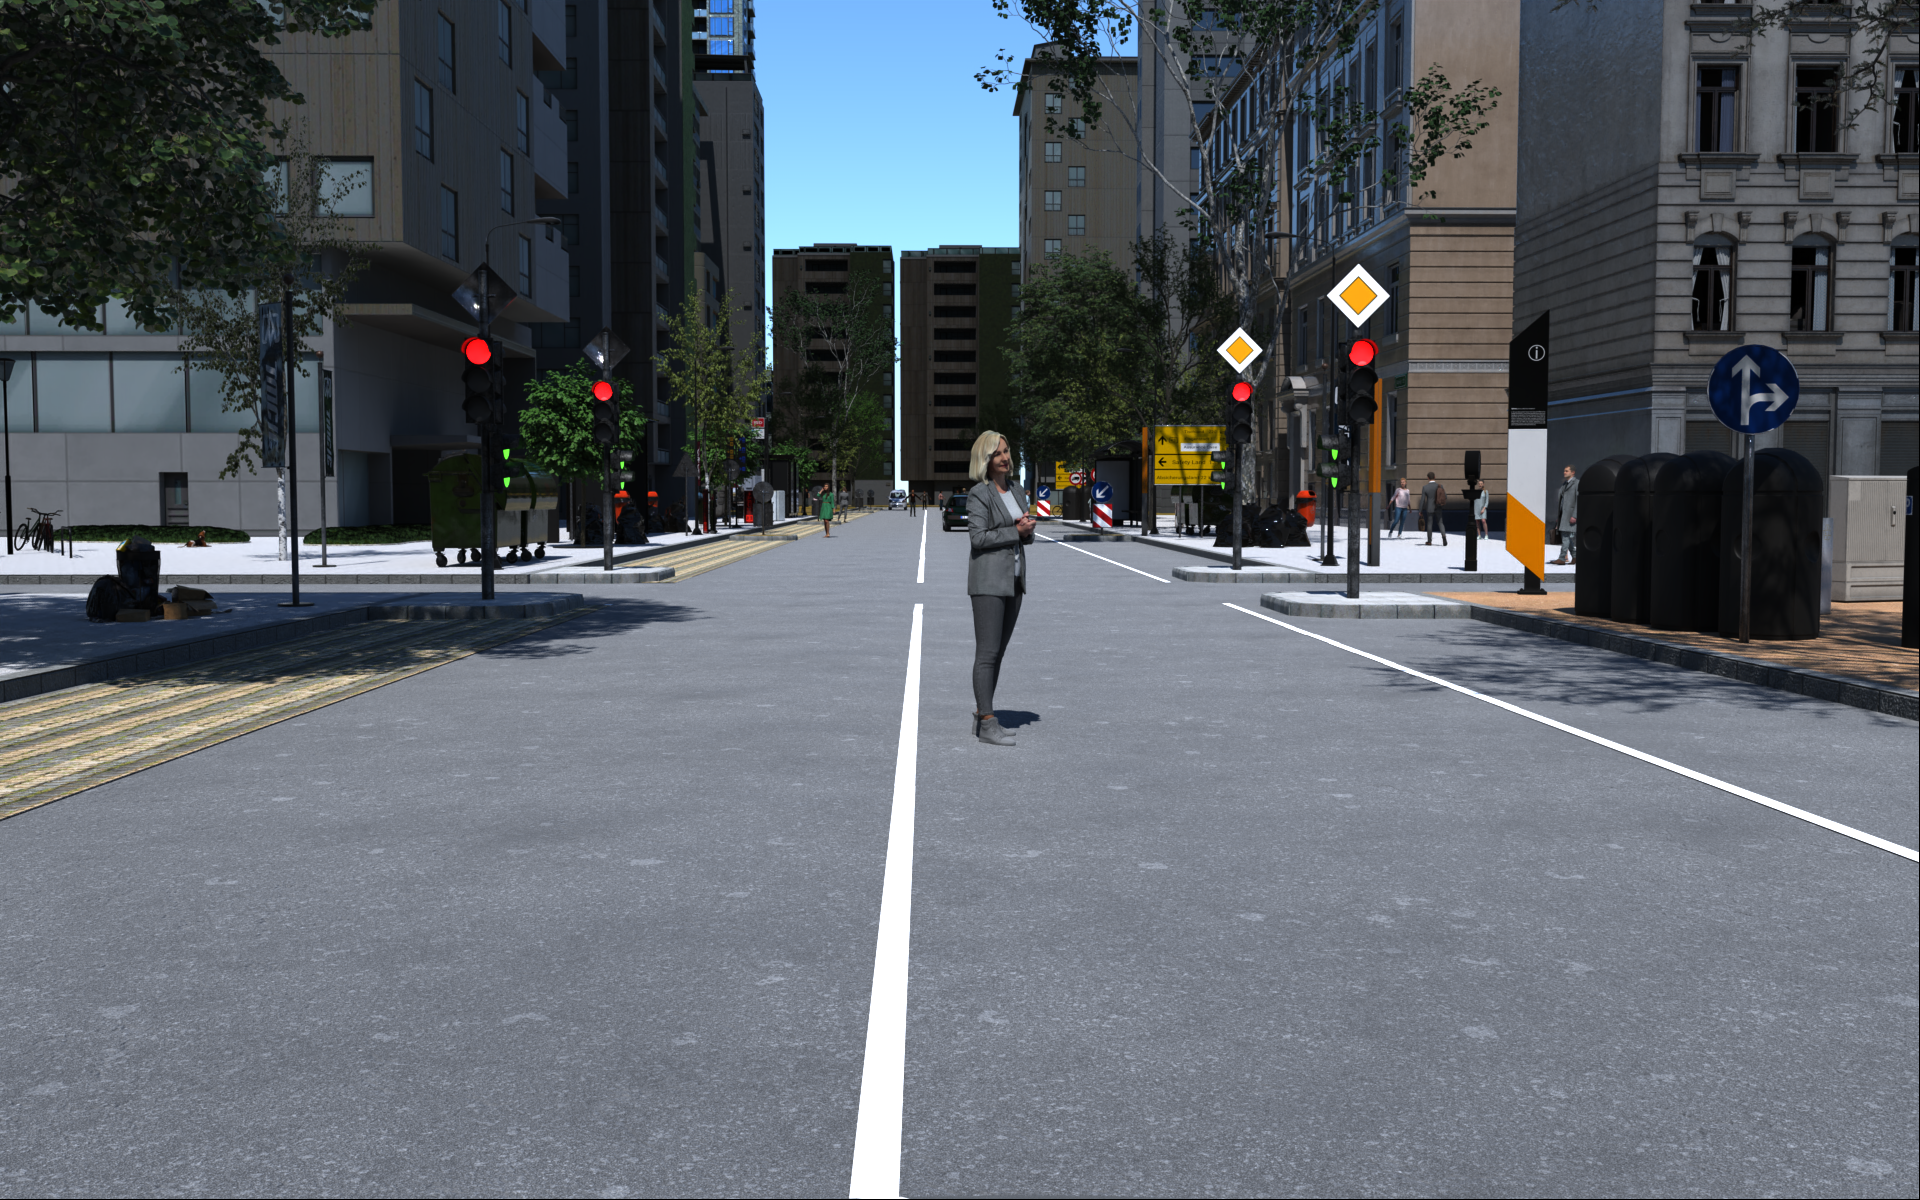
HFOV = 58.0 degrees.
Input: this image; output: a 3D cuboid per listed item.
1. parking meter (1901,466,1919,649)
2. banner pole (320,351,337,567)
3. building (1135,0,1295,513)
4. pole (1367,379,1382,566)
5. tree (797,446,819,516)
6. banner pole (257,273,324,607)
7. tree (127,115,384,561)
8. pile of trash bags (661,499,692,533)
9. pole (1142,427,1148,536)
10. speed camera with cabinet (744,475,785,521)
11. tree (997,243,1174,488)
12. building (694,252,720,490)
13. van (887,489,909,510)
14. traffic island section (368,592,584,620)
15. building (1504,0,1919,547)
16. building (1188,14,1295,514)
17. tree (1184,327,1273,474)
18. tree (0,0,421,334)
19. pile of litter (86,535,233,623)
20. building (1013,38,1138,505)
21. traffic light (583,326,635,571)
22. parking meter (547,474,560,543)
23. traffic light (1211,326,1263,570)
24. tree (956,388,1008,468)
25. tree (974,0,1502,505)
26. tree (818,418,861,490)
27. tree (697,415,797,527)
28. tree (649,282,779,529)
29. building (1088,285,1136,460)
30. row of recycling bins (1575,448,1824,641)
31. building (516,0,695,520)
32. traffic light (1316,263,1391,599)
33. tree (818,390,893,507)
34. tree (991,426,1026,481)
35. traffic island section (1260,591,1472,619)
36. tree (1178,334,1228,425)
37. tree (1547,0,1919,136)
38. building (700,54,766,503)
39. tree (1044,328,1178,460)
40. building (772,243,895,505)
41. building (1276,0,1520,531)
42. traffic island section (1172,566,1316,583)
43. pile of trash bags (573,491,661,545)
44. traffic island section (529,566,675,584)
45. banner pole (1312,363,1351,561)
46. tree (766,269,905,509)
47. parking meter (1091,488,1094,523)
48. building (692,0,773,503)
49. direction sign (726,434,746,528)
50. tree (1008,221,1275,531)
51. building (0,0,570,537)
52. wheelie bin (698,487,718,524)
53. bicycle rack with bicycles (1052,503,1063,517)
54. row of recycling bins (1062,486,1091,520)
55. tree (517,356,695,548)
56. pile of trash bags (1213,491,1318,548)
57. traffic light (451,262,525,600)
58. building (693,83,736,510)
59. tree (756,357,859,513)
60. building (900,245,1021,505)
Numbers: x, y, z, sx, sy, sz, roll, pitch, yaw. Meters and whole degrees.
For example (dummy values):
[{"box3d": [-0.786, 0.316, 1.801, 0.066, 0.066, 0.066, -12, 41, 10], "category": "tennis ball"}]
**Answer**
[{"box3d": [8.068, -0.367, 14.410, 0.372, 1.533, 0.369, 0, 3, 0], "category": "parking meter"}, {"box3d": [-11.199, -2.483, 30.615, 0.401, 3.779, 0.863, 0, 4, -2], "category": "banner pole"}, {"box3d": [23.724, -35.870, 128.481, 21.231, 58.520, 28.212, 0, 4, -1], "category": "building"}, {"box3d": [7.349, -2.253, 30.684, 0.158, 3.312, 0.155, 0, 3, 0], "category": "pole"}, {"box3d": [-9.825, -7.153, 100.669, 4.285, 4.588, 4.351, 0, 3, 0], "category": "tree"}, {"box3d": [-7.804, -1.828, 19.904, 0.863, 3.779, 0.401, 3, 4, 38], "category": "banner pole"}, {"box3d": [-13.266, -5.057, 33.053, 4.360, 8.622, 3.978, 0, 3, 0], "category": "tree"}, {"box3d": [-10.282, -3.003, 58.852, 1.912, 1.369, 3.447, -1, 4, -19], "category": "pile of trash bags"}, {"box3d": [5.660, -3.617, 52.979, 0.158, 3.312, 0.155, 0, 3, 0], "category": "pole"}, {"box3d": [-9.300, -5.386, 82.397, 2.038, 3.252, 0.660, 2, 4, 31], "category": "speed camera with cabinet"}, {"box3d": [6.750, -11.093, 88.026, 9.857, 13.997, 8.962, 0, 3, 0], "category": "tree"}, {"box3d": [-31.978, -16.711, 118.260, 27.650, 21.520, 28.899, 0, 4, -1], "category": "building"}, {"box3d": [-5.630, -9.162, 156.811, 2.013, 2.044, 4.112, 0, 4, -1], "category": "van"}, {"box3d": [-5.777, 0.070, 21.135, 2.009, 0.180, 2.903, 0, 4, -1], "category": "traffic island section"}, {"box3d": [23.850, -11.799, 42.059, 18.267, 20.994, 9.793, 0, 4, -1], "category": "building"}, {"box3d": [19.986, -17.973, 91.119, 12.463, 27.353, 25.104, 0, 4, -1], "category": "building"}, {"box3d": [11.447, -7.544, 73.708, 4.360, 8.622, 3.978, 0, 3, 0], "category": "tree"}, {"box3d": [-8.237, -6.481, 12.625, 9.857, 13.997, 8.962, 0, 3, 0], "category": "tree"}, {"box3d": [-8.332, -0.251, 18.062, 1.176, 0.858, 1.719, 2, 4, 32], "category": "pile of litter"}, {"box3d": [20.756, -37.928, 209.363, 27.495, 52.752, 28.713, 0, 4, -1], "category": "building"}, {"box3d": [-5.889, -2.450, 28.985, 0.839, 4.253, 0.868, 0, 4, -1], "category": "traffic light"}, {"box3d": [-10.666, -2.423, 45.322, 0.399, 1.863, 0.255, -1, 4, -18], "category": "parking meter"}, {"box3d": [4.670, -2.464, 29.201, 0.839, 4.253, 0.868, 0, 4, -1], "category": "traffic light"}, {"box3d": [5.300, -11.367, 120.255, 7.601, 10.594, 8.767, -2, 4, -31], "category": "tree"}, {"box3d": [6.740, -11.431, 42.780, 12.611, 20.169, 13.585, 0, 3, 0], "category": "tree"}, {"box3d": [-11.101, -12.921, 161.628, 4.737, 8.622, 4.395, 0, 3, 0], "category": "tree"}, {"box3d": [-9.378, -5.194, 68.637, 4.285, 4.588, 4.351, 0, 3, 0], "category": "tree"}, {"box3d": [-8.664, -6.758, 60.854, 4.737, 8.622, 4.395, 0, 3, 0], "category": "tree"}, {"box3d": [26.529, -19.152, 158.176, 27.650, 21.520, 28.899, 0, 4, -1], "category": "building"}, {"box3d": [7.054, -0.594, 16.818, 1.069, 1.692, 3.534, 0, 4, -7], "category": "row of recycling bins"}, {"box3d": [-21.924, -24.952, 91.556, 14.154, 41.232, 14.086, 0, 4, -1], "category": "building"}, {"box3d": [4.822, -1.975, 21.217, 0.839, 4.253, 0.868, 0, 4, -1], "category": "traffic light"}, {"box3d": [-10.614, -15.099, 172.619, 9.928, 11.665, 9.643, 0, 3, 0], "category": "tree"}, {"box3d": [5.095, -14.011, 179.445, 4.360, 8.622, 3.978, 0, 3, 0], "category": "tree"}, {"box3d": [4.862, 0.058, 21.332, 2.009, 0.180, 2.903, 0, 4, -1], "category": "traffic island section"}, {"box3d": [10.564, -7.864, 78.940, 4.737, 8.622, 4.395, 0, 3, 0], "category": "tree"}, {"box3d": [7.855, -6.018, 8.769, 12.009, 13.543, 11.850, 0, 3, 0], "category": "tree"}, {"box3d": [-25.745, -29.396, 164.215, 14.086, 41.232, 14.154, 0, 4, -1], "category": "building"}, {"box3d": [5.934, -7.539, 73.621, 4.737, 8.622, 4.395, 0, 3, 0], "category": "tree"}, {"box3d": [-14.615, -26.347, 202.473, 14.107, 30.474, 14.160, 0, 4, -1], "category": "building"}, {"box3d": [21.255, -17.272, 68.307, 13.634, 28.700, 20.117, 0, 4, -1], "category": "building"}, {"box3d": [4.711, -0.430, 29.315, 2.009, 0.180, 2.903, 0, 4, -1], "category": "traffic island section"}, {"box3d": [-9.070, -2.183, 45.440, 1.912, 1.369, 3.447, 0, 4, -4], "category": "pile of trash bags"}, {"box3d": [-5.929, -0.418, 29.119, 2.009, 0.180, 2.903, 0, 4, -1], "category": "traffic island section"}, {"box3d": [7.208, -2.643, 33.236, 0.863, 3.779, 0.401, 0, 4, -2], "category": "banner pole"}, {"box3d": [-8.989, -17.615, 143.894, 12.611, 20.169, 13.585, 0, 3, 0], "category": "tree"}, {"box3d": [5.905, -4.120, 75.766, 0.372, 1.533, 0.369, 0, 3, 0], "category": "parking meter"}, {"box3d": [-37.255, -54.583, 205.099, 31.000, 86.520, 22.319, 0, 4, -1], "category": "building"}, {"box3d": [-8.458, -4.493, 65.465, 0.876, 3.537, 0.379, -3, 5, -41], "category": "direction sign"}, {"box3d": [6.647, -7.697, 60.256, 8.767, 10.594, 7.601, 1, 4, 10], "category": "tree"}, {"box3d": [-29.946, -28.934, 62.311, 28.713, 52.752, 27.495, 0, 4, -1], "category": "building"}, {"box3d": [-10.750, -4.003, 73.357, 0.693, 1.594, 0.980, 3, 5, 42], "category": "wheelie bin"}, {"box3d": [6.583, -5.057, 96.068, 2.925, 0.926, 2.852, 0, 4, 1], "category": "bicycle rack with bicycles"}, {"box3d": [6.584, -4.847, 86.363, 3.534, 1.692, 1.069, -3, 5, -39], "category": "row of recycling bins"}, {"box3d": [-9.035, -3.523, 41.321, 4.285, 4.588, 4.351, 0, 3, 0], "category": "tree"}, {"box3d": [7.816, -2.015, 42.702, 1.912, 1.369, 3.447, 3, 5, 40], "category": "pile of trash bags"}, {"box3d": [-5.737, -1.962, 21.001, 0.839, 4.253, 0.868, 0, 4, -1], "category": "traffic light"}, {"box3d": [-34.619, -27.655, 144.040, 32.217, 40.220, 23.993, 0, 4, -1], "category": "building"}, {"box3d": [-10.284, -11.166, 116.983, 7.601, 10.594, 8.767, 0, 4, -7], "category": "tree"}, {"box3d": [-0.092, -26.432, 203.864, 14.107, 30.474, 14.160, 0, 4, -1], "category": "building"}]
